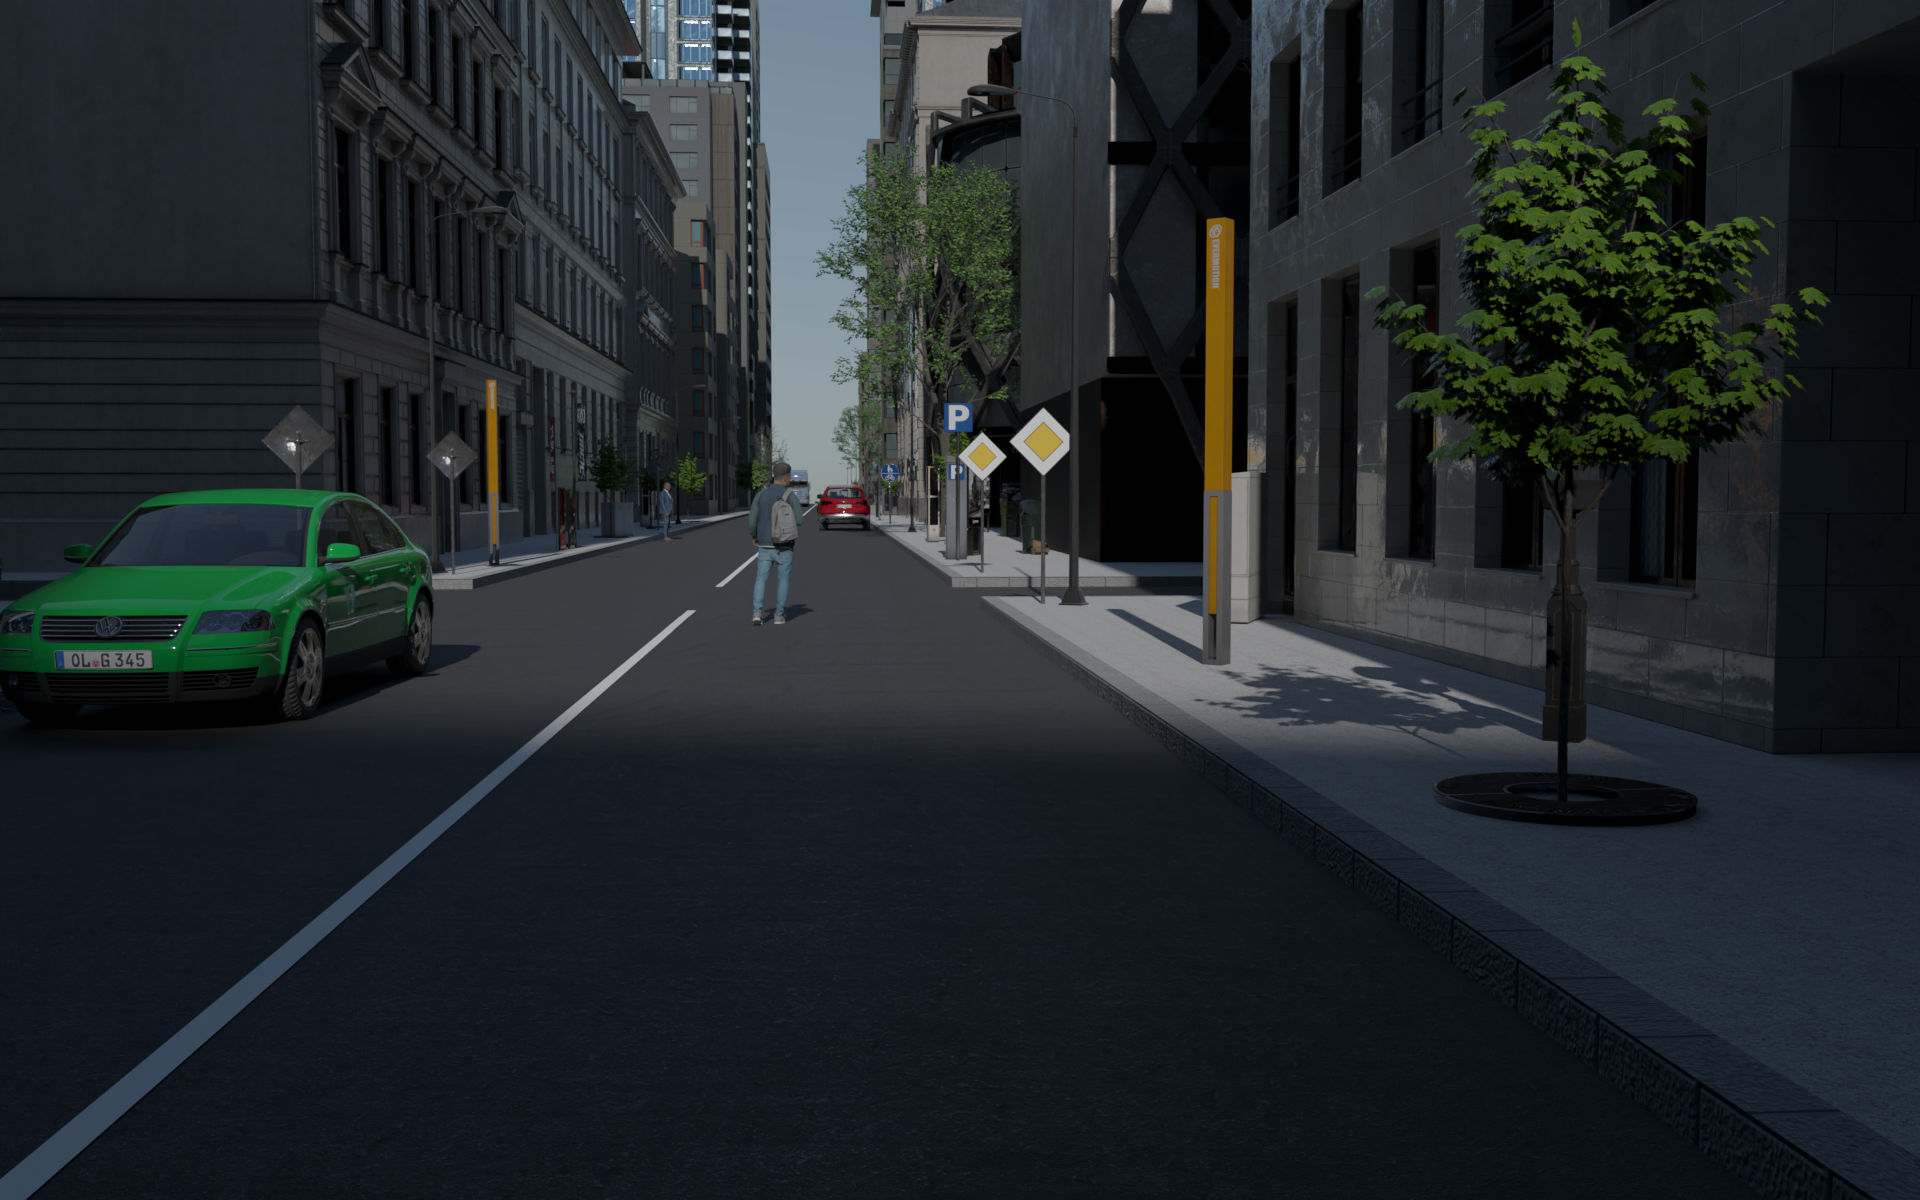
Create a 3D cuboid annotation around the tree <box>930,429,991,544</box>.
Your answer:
[{"bbox_3d":[-0.026,-3.034,44.209,1.663,3.219,1.824,0,3,0],"label":"tree"}]

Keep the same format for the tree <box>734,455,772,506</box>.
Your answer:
[{"bbox_3d":[-17.444,-9.894,145.481,4.285,4.588,4.351,0,3,0],"label":"tree"}]

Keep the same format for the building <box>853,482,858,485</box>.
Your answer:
[{"bbox_3d":[0.643,-34.211,251.230,32.217,40.220,23.993,0,4,-4],"label":"building"}]

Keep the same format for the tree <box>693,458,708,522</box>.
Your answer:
[{"bbox_3d":[-12.254,-5.150,78.802,1.663,3.219,1.824,0,3,0],"label":"tree"}]

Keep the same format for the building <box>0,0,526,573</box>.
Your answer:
[{"bbox_3d":[-15.789,-10.528,36.754,10.561,19.102,19.286,0,4,-4],"label":"building"}]

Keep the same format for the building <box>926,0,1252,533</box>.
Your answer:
[{"bbox_3d":[6.975,-12.382,69.890,16.820,18.784,16.811,0,4,-4],"label":"building"}]

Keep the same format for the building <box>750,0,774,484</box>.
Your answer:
[{"bbox_3d":[-36.596,-49.492,247.445,20.563,71.187,20.611,0,4,-4],"label":"building"}]

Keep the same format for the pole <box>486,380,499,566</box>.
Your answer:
[{"bbox_3d":[-8.389,-2.277,31.077,0.158,3.312,0.155,0,3,0],"label":"pole"}]

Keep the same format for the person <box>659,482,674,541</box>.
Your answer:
[{"bbox_3d":[-9.058,-2.737,53.439,0.419,1.800,0.721,0,4,5],"label":"person"}]

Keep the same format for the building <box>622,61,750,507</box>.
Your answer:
[{"bbox_3d":[-27.676,-29.542,166.609,14.154,41.232,14.086,0,4,-4],"label":"building"}]

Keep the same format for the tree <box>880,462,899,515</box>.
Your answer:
[{"bbox_3d":[-4.221,-6.745,104.884,1.663,3.219,1.824,0,3,0],"label":"tree"}]

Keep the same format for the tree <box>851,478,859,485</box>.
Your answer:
[{"bbox_3d":[-12.416,-12.894,205.412,1.663,3.219,1.824,0,3,0],"label":"tree"}]

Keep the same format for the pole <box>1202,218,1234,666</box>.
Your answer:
[{"bbox_3d":[1.933,-1.169,12.951,0.158,3.312,0.155,0,3,0],"label":"pole"}]

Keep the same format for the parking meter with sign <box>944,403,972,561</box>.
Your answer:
[{"bbox_3d":[-0.054,-2.317,34.138,0.543,3.016,1.738,0,4,-1],"label":"parking meter with sign"}]

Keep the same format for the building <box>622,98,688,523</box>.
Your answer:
[{"bbox_3d":[-20.252,-15.324,86.711,11.583,22.565,21.152,0,4,-4],"label":"building"}]

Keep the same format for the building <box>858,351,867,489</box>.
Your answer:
[{"bbox_3d":[0.847,-23.260,225.344,27.650,21.520,28.899,0,4,-4],"label":"building"}]

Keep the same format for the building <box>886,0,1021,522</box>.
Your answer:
[{"bbox_3d":[2.821,-17.936,90.521,12.463,27.353,25.104,0,4,-4],"label":"building"}]

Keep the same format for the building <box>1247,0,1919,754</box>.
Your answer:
[{"bbox_3d":[8.995,-9.537,10.678,10.420,20.320,16.860,0,4,-4],"label":"building"}]

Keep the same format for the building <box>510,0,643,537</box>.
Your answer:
[{"bbox_3d":[-20.814,-13.929,61.027,16.112,22.955,30.059,0,4,-4],"label":"building"}]

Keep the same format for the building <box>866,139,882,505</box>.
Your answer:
[{"bbox_3d":[-3.911,-31.744,202.616,14.154,41.232,14.086,0,4,-4],"label":"building"}]

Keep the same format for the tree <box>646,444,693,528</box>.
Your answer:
[{"bbox_3d":[-11.430,-4.377,66.164,1.663,3.219,1.824,0,3,0],"label":"tree"}]

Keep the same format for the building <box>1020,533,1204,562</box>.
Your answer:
[{"bbox_3d":[10.569,-10.410,37.657,16.811,18.784,16.820,0,4,-4],"label":"building"}]

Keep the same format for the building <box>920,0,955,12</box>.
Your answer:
[{"bbox_3d":[5.745,-50.258,134.389,22.319,86.520,31.000,0,4,-4],"label":"building"}]

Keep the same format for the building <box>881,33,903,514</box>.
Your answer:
[{"bbox_3d":[1.838,-20.879,113.079,14.160,30.474,14.107,0,4,-4],"label":"building"}]

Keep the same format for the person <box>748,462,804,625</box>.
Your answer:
[{"bbox_3d":[-2.019,-0.623,19.028,0.623,1.781,0.721,0,4,-3],"label":"person"}]

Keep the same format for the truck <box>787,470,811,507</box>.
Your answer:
[{"bbox_3d":[-18.641,-12.791,198.884,2.967,4.110,18.799,0,4,-5],"label":"truck"}]

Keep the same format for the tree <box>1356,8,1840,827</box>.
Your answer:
[{"bbox_3d":[2.369,-0.760,7.034,1.663,3.219,1.824,0,3,0],"label":"tree"}]

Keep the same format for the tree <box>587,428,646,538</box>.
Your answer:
[{"bbox_3d":[-10.238,-3.439,50.834,1.663,3.219,1.824,0,3,0],"label":"tree"}]

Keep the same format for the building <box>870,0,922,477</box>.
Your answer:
[{"bbox_3d":[6.208,-35.198,164.732,28.713,52.752,27.495,0,4,-4],"label":"building"}]

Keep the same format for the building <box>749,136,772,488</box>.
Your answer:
[{"bbox_3d":[-35.752,-36.880,226.694,21.300,48.544,21.600,0,4,-4],"label":"building"}]

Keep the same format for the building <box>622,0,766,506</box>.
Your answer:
[{"bbox_3d":[-33.597,-54.232,199.372,22.319,86.520,31.000,0,4,-4],"label":"building"}]

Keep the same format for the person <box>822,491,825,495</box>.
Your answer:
[{"bbox_3d":[-16.176,-12.145,207.037,1.348,1.831,0.705,0,4,-1],"label":"person"}]

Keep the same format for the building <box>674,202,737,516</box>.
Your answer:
[{"bbox_3d":[-29.888,-16.587,116.243,27.650,21.520,28.899,0,4,-4],"label":"building"}]

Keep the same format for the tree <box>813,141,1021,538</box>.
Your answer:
[{"bbox_3d":[-0.505,-7.689,51.476,9.928,11.665,9.643,0,3,0],"label":"tree"}]

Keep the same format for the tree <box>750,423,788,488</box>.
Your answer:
[{"bbox_3d":[-19.781,-13.946,178.383,4.360,8.622,3.978,0,3,0],"label":"tree"}]
